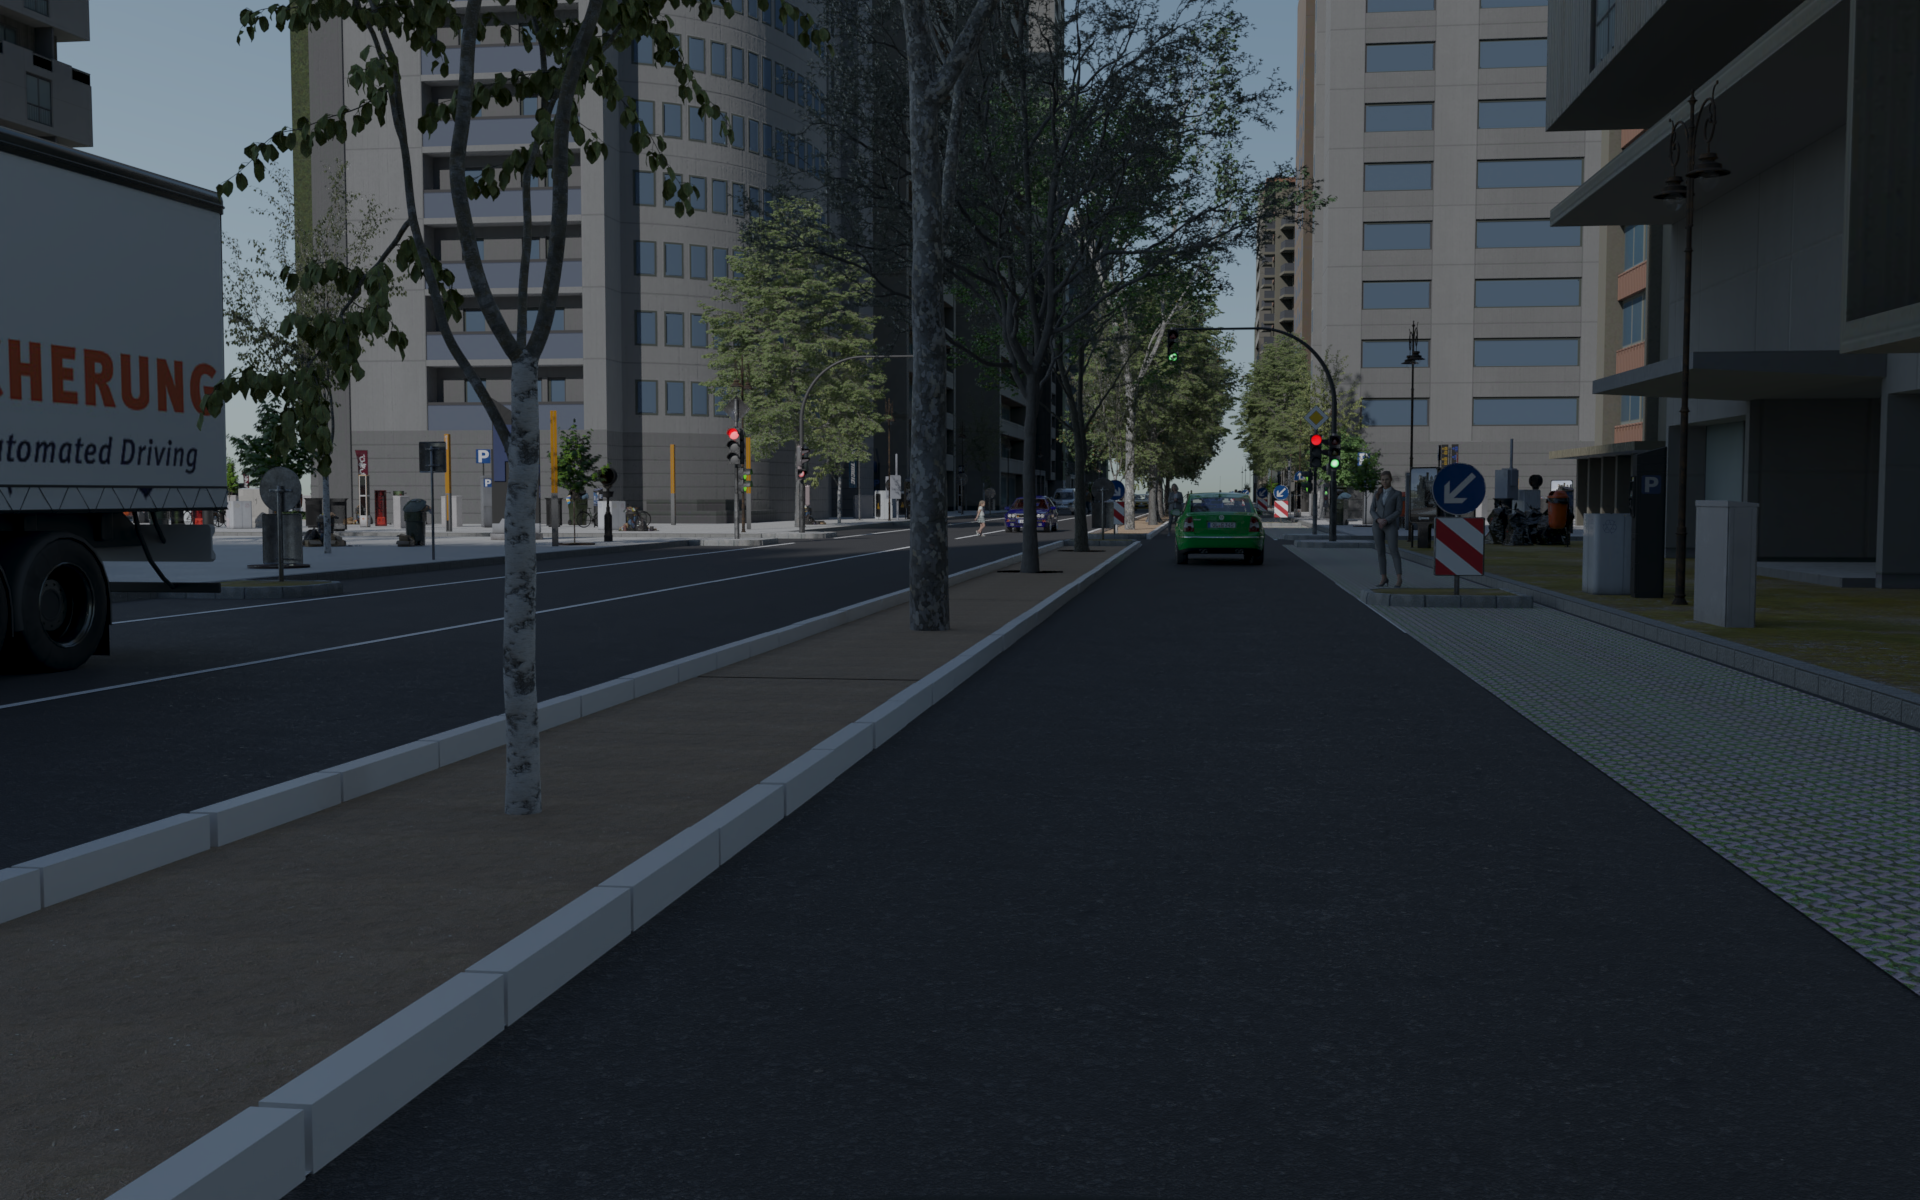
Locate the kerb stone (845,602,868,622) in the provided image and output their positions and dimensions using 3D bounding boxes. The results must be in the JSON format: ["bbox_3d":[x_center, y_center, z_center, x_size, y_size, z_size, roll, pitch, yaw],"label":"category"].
[{"bbox_3d":[-1.235,0.155,19.655,0.120,0.150,1.000,1,4,8],"label":"kerb stone"}]

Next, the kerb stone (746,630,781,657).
[{"bbox_3d":[-1.815,0.407,15.599,0.120,0.150,1.000,1,4,8],"label":"kerb stone"}]

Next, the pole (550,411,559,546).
[{"bbox_3d":[-9.933,-2.971,42.416,0.158,3.312,0.155,0,3,0],"label":"pole"}]

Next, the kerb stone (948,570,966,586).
[{"bbox_3d":[-0.066,-0.337,27.776,0.120,0.150,1.000,1,4,8],"label":"kerb stone"}]

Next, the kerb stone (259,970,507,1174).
[{"bbox_3d":[-1.350,1.104,4.145,0.120,0.150,1.000,1,4,8],"label":"kerb stone"}]

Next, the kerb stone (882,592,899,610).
[{"bbox_3d":[-0.939,0.031,21.690,0.120,0.150,1.000,1,4,8],"label":"kerb stone"}]

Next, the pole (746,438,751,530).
[{"bbox_3d":[-7.641,-4.205,62.598,0.158,3.312,0.155,0,3,0],"label":"pole"}]

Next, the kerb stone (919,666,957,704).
[{"bbox_3d":[-0.173,0.609,12.261,0.120,0.150,1.000,1,4,8],"label":"kerb stone"}]

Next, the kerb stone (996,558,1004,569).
[{"bbox_3d":[0.674,-0.647,32.861,0.120,0.150,1.000,1,4,8],"label":"kerb stone"}]

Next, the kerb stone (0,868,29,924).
[{"bbox_3d":[-3.280,1.025,5.444,0.120,0.150,1.000,1,4,8],"label":"kerb stone"}]

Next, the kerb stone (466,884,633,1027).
[{"bbox_3d":[-1.204,1.042,5.157,0.120,0.150,1.000,1,4,8],"label":"kerb stone"}]

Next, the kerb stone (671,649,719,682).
[{"bbox_3d":[-2.108,0.527,13.575,0.120,0.150,1.000,1,4,8],"label":"kerb stone"}]

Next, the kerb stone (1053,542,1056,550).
[{"bbox_3d":[2.282,-1.334,44.016,0.120,0.150,1.000,1,4,8],"label":"kerb stone"}]

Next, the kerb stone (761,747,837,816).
[{"bbox_3d":[-0.759,0.856,8.199,0.120,0.150,1.000,1,4,8],"label":"kerb stone"}]

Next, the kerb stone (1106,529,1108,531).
[{"bbox_3d":[5.427,-2.668,65.819,0.120,0.150,1.000,1,4,8],"label":"kerb stone"}]

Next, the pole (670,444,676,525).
[{"bbox_3d":[-11.797,-4.733,71.228,0.158,3.312,0.155,0,3,0],"label":"pole"}]

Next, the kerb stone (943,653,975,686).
[{"bbox_3d":[-0.028,0.550,13.273,0.120,0.150,1.000,1,4,8],"label":"kerb stone"}]

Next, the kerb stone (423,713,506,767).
[{"bbox_3d":[-2.696,0.776,9.515,0.120,0.150,1.000,1,4,8],"label":"kerb stone"}]

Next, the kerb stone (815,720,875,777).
[{"bbox_3d":[-0.620,0.794,9.212,0.120,0.150,1.000,1,4,8],"label":"kerb stone"}]

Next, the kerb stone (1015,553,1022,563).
[{"bbox_3d":[1.111,-0.839,35.905,0.120,0.150,1.000,1,4,8],"label":"kerb stone"}]

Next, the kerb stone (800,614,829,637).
[{"bbox_3d":[-1.529,0.283,17.624,0.120,0.150,1.000,1,4,8],"label":"kerb stone"}]

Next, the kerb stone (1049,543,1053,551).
[{"bbox_3d":[2.134,-1.273,43.004,0.120,0.150,1.000,1,4,8],"label":"kerb stone"}]

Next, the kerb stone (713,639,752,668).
[{"bbox_3d":[-1.962,0.466,14.587,0.120,0.150,1.000,1,4,8],"label":"kerb stone"}]

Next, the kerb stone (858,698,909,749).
[{"bbox_3d":[-0.463,0.731,10.237,0.120,0.150,1.000,1,4,8],"label":"kerb stone"}]

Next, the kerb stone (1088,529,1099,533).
[{"bbox_3d":[4.687,-2.357,60.740,0.120,0.150,1.000,1,4,8],"label":"kerb stone"}]

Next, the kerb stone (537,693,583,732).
[{"bbox_3d":[-2.547,0.714,10.537,0.120,0.150,1.000,1,4,8],"label":"kerb stone"}]

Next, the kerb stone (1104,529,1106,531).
[{"bbox_3d":[5.279,-2.600,64.797,0.120,0.150,1.000,1,4,8],"label":"kerb stone"}]

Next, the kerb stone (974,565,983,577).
[{"bbox_3d":[0.229,-0.463,29.807,0.120,0.150,1.000,1,4,8],"label":"kerb stone"}]

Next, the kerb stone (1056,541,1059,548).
[{"bbox_3d":[2.416,-1.389,45.030,0.120,0.150,1.000,1,4,8],"label":"kerb stone"}]

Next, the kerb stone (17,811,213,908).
[{"bbox_3d":[-3.137,0.963,6.456,0.120,0.150,1.000,1,4,8],"label":"kerb stone"}]

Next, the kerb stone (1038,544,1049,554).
[{"bbox_3d":[1.989,-1.210,41.979,0.120,0.150,1.000,1,4,8],"label":"kerb stone"}]

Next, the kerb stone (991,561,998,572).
[{"bbox_3d":[0.527,-0.590,31.849,0.120,0.150,1.000,1,4,8],"label":"kerb stone"}]

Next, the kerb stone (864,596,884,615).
[{"bbox_3d":[-1.091,0.093,20.672,0.120,0.150,1.000,1,4,8],"label":"kerb stone"}]

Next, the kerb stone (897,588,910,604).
[{"bbox_3d":[-0.789,-0.031,22.701,0.120,0.150,1.000,1,4,8],"label":"kerb stone"}]

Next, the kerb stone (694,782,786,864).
[{"bbox_3d":[-0.911,0.923,7.181,0.120,0.150,1.000,1,4,8],"label":"kerb stone"}]

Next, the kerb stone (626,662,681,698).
[{"bbox_3d":[-2.254,0.589,12.564,0.120,0.150,1.000,1,4,8],"label":"kerb stone"}]

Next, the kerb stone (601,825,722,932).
[{"bbox_3d":[-1.057,0.980,6.169,0.120,0.150,1.000,1,4,8],"label":"kerb stone"}]

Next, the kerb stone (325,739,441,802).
[{"bbox_3d":[-2.837,0.839,8.503,0.120,0.150,1.000,1,4,8],"label":"kerb stone"}]

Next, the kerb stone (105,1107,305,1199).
[{"bbox_3d":[-1.498,1.166,3.129,0.120,0.150,1.000,1,4,8],"label":"kerb stone"}]

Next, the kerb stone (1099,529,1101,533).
[{"bbox_3d":[4.834,-2.420,61.760,0.120,0.150,1.000,1,4,8],"label":"kerb stone"}]

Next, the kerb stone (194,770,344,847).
[{"bbox_3d":[-2.979,0.900,7.482,0.120,0.150,1.000,1,4,8],"label":"kerb stone"}]

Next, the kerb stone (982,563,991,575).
[{"bbox_3d":[0.384,-0.527,30.828,0.120,0.150,1.000,1,4,8],"label":"kerb stone"}]

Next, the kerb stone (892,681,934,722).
[{"bbox_3d":[-0.322,0.669,11.249,0.120,0.150,1.000,1,4,8],"label":"kerb stone"}]

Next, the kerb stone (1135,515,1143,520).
[{"bbox_3d":[10.251,-4.719,99.348,0.120,0.150,1.000,1,4,8],"label":"kerb stone"}]

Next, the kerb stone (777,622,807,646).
[{"bbox_3d":[-1.669,0.348,16.611,0.120,0.150,1.000,1,4,8],"label":"kerb stone"}]

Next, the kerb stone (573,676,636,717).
[{"bbox_3d":[-2.400,0.654,11.550,0.120,0.150,1.000,1,4,8],"label":"kerb stone"}]

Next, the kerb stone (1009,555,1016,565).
[{"bbox_3d":[0.956,-0.776,34.885,0.120,0.150,1.000,1,4,8],"label":"kerb stone"}]

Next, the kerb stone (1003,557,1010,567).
[{"bbox_3d":[0.821,-0.714,33.872,0.120,0.150,1.000,1,4,8],"label":"kerb stone"}]

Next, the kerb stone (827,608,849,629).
[{"bbox_3d":[-1.383,0.224,18.637,0.120,0.150,1.000,1,4,8],"label":"kerb stone"}]

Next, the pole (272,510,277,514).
[{"bbox_3d":[-26.287,-4.434,66.340,0.158,3.312,0.155,0,3,0],"label":"pole"}]

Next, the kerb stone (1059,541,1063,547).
[{"bbox_3d":[2.569,-1.459,46.048,0.120,0.150,1.000,1,4,8],"label":"kerb stone"}]

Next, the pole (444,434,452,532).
[{"bbox_3d":[-17.393,-3.977,58.865,0.158,3.312,0.155,0,3,0],"label":"pole"}]

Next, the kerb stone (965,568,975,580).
[{"bbox_3d":[0.083,-0.404,28.796,0.120,0.150,1.000,1,4,8],"label":"kerb stone"}]
